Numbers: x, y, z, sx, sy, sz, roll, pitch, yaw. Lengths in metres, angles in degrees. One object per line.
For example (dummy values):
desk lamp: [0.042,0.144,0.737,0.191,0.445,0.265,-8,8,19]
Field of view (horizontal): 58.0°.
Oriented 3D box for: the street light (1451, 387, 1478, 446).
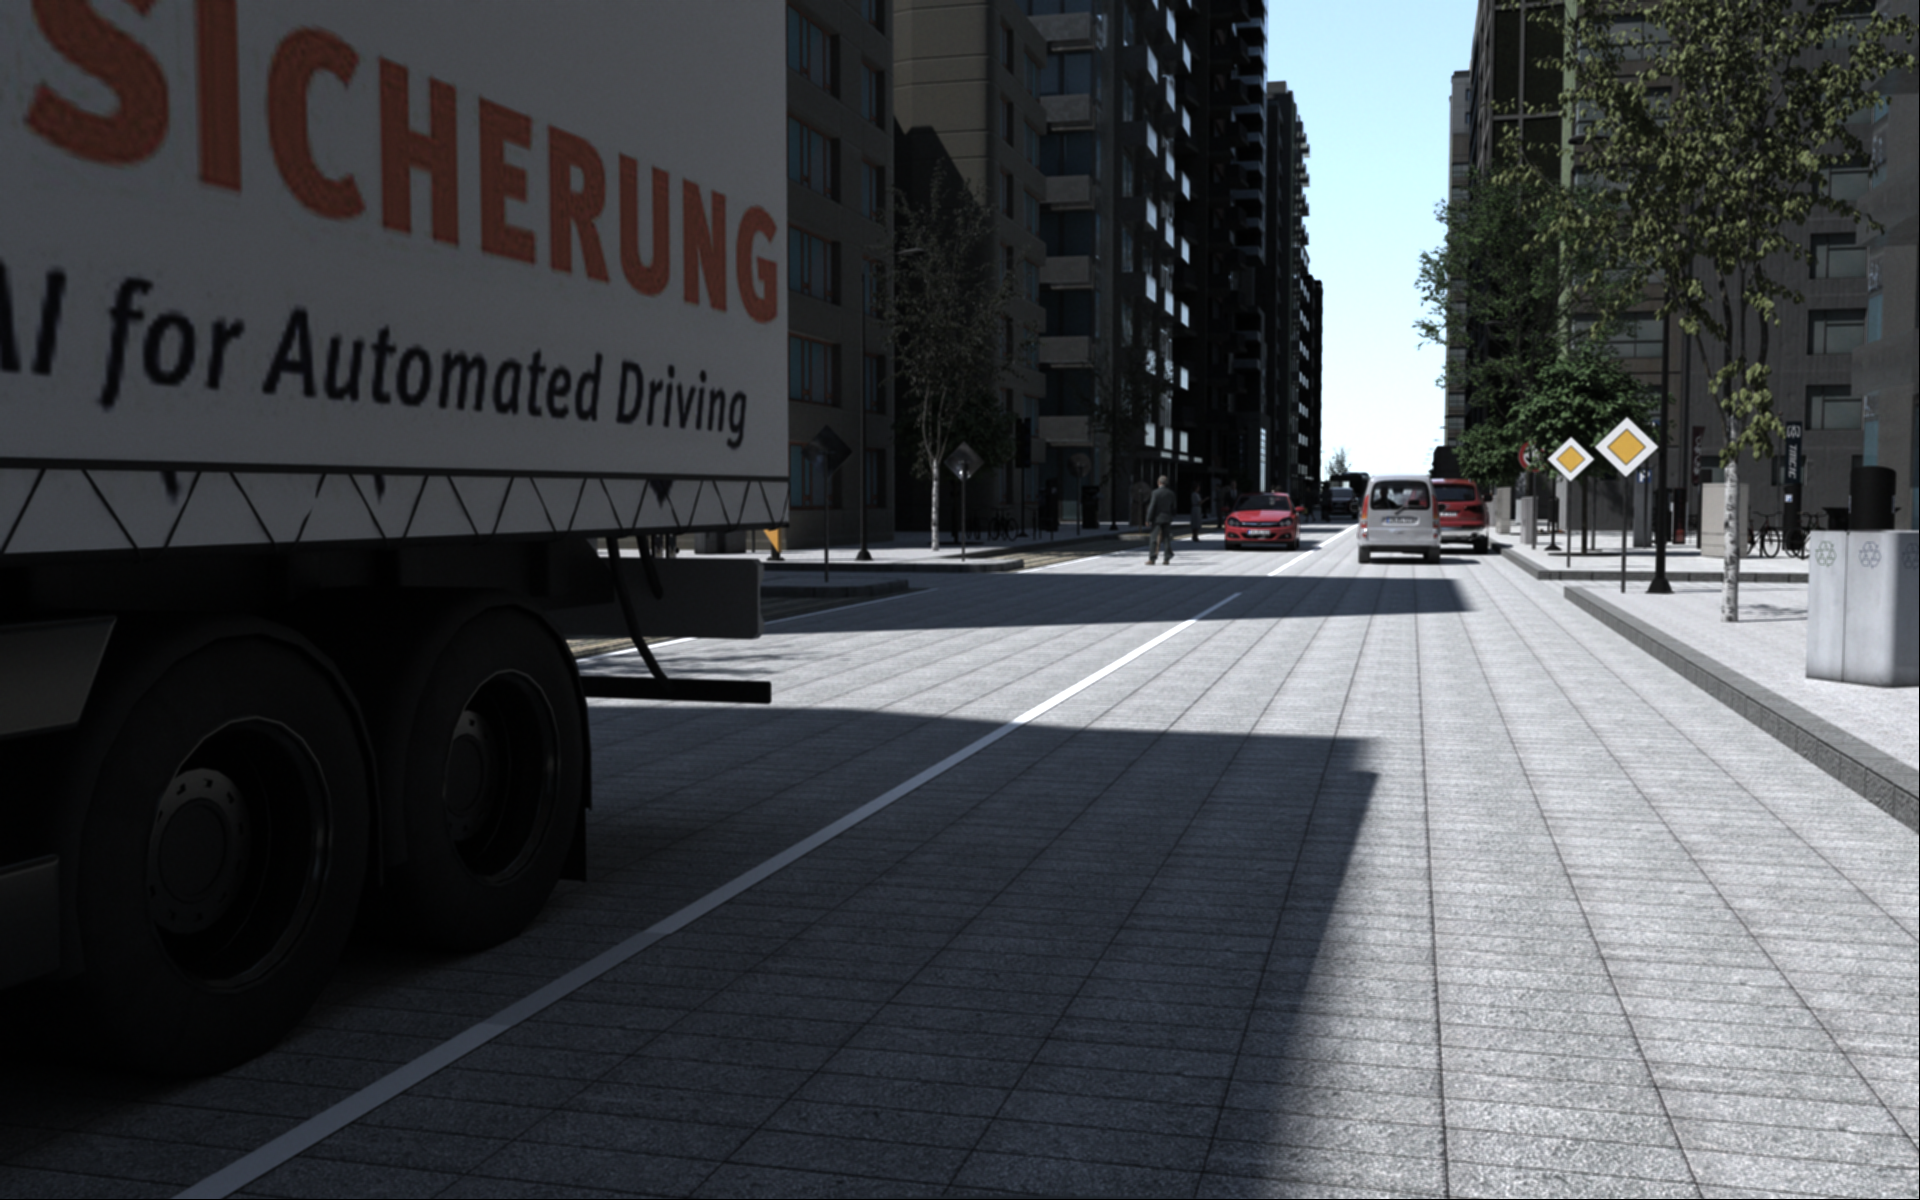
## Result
street light: [22.081,-6.258,74.863,1.470,5.913,1.316,1,4,15]

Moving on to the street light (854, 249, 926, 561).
street light: [-1.328,-3.702,33.065,1.470,5.913,1.316,1,4,15]

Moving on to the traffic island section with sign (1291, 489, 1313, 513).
traffic island section with sign: [25.169,-7.402,129.645,1.989,1.847,2.006,1,4,15]

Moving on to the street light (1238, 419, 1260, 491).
street light: [17.842,-8.236,107.192,1.470,5.913,1.316,1,4,15]

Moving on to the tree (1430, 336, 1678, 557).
tree: [13.026,-3.210,36.203,4.285,4.588,4.351,0,3,0]

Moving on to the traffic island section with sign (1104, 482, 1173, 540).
traffic island section with sign: [5.691,-2.816,54.669,1.989,1.847,2.006,1,4,15]

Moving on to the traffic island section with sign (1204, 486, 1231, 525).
traffic island section with sign: [12.469,-4.412,80.761,1.989,1.847,2.006,1,4,15]

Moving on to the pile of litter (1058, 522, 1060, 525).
pile of litter: [3.562,-3.494,71.091,1.719,0.858,1.176,3,5,44]

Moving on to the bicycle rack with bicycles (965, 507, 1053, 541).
bicycle rack with bicycles: [1.438,-2.144,48.444,2.852,0.926,2.925,0,4,-7]

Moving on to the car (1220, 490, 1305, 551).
car: [7.913,-2.209,45.149,2.155,1.783,4.494,1,4,13]

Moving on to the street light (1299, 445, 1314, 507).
street light: [32.547,-11.654,163.089,1.470,5.913,1.316,1,4,15]

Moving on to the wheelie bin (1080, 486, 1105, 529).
wheelie bin: [4.854,-3.432,64.022,0.980,1.594,0.693,0,4,7]

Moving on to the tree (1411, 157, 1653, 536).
tree: [17.706,-7.839,53.928,9.928,11.665,9.643,0,3,0]

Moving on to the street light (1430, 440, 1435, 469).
street light: [40.939,-10.687,147.276,1.470,5.913,1.316,1,4,15]

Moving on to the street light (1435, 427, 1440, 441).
street light: [33.684,-8.979,119.344,1.470,5.913,1.316,1,4,15]

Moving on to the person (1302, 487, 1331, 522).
person: [18.150,-4.865,88.260,1.509,1.804,0.699,0,4,-1]

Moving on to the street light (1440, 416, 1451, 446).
street light: [29.433,-7.971,102.865,1.470,5.913,1.316,1,4,15]

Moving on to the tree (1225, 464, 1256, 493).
tree: [18.962,-7.392,115.462,1.663,3.219,1.824,0,3,0]

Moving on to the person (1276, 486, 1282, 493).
person: [11.326,-3.162,61.042,0.643,1.720,0.563,3,4,38]

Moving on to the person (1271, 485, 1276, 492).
person: [13.516,-4.019,74.389,0.511,1.800,0.466,3,5,42]

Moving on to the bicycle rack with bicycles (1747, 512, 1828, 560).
bicycle rack with bicycles: [17.207,-1.293,34.524,2.852,0.926,2.925,0,4,1]

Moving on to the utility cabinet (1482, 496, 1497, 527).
utility cabinet: [20.788,-3.461,67.747,1.020,1.237,0.306,1,4,17]

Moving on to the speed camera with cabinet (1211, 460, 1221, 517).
speed camera with cabinet: [14.778,-6.451,99.817,0.660,3.252,2.038,1,4,8]

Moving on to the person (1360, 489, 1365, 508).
person: [21.202,-4.961,90.610,0.512,1.701,0.522,1,4,18]

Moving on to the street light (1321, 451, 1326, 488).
street light: [38.920,-13.195,188.277,1.470,5.913,1.316,1,4,15]

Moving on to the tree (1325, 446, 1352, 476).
tree: [56.530,-18.858,258.693,4.737,8.622,4.395,0,3,0]

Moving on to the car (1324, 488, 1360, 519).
car: [22.133,-5.640,100.889,2.281,1.827,5.304,1,4,13]

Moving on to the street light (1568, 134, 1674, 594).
street light: [8.536,-3.048,22.380,1.470,5.913,1.316,1,4,15]

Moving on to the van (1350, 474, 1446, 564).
van: [9.353,-1.832,36.967,2.013,2.044,4.112,1,4,13]

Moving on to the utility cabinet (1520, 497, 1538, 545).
utility cabinet: [14.603,-2.038,44.476,0.306,1.237,1.020,1,4,11]

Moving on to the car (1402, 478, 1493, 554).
car: [12.077,-2.106,43.112,2.281,1.827,5.304,1,4,16]

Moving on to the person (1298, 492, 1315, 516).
person: [22.921,-6.478,114.425,0.705,1.824,1.348,-3,5,-44]

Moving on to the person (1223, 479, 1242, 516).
person: [7.710,-2.465,48.576,0.659,1.850,0.755,0,4,5]

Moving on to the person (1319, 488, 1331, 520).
person: [19.991,-5.260,94.892,0.661,1.777,0.834,1,4,10]

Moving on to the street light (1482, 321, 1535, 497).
street light: [14.808,-4.529,46.587,1.470,5.913,1.316,1,4,15]

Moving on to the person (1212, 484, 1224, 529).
person: [10.656,-3.875,71.658,0.447,1.846,0.655,1,4,18]

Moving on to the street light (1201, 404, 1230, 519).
street light: [13.240,-7.160,89.607,1.470,5.913,1.316,1,4,15]

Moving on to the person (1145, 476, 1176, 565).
person: [4.041,-1.619,35.146,0.661,1.801,0.590,-2,4,-24]

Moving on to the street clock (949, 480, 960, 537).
street clock: [-0.153,-2.894,51.890,0.358,2.002,0.471,0,4,-6]

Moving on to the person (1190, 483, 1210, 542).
person: [7.199,-2.635,52.146,0.524,1.755,0.480,-1,4,-16]

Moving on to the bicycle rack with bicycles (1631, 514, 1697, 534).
bicycle rack with bicycles: [22.733,-2.527,54.696,2.925,0.926,2.852,0,4,6]

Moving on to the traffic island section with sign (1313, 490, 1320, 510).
traffic island section with sign: [31.934,-8.998,155.741,1.989,1.847,2.006,1,4,15]

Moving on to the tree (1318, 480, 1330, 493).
tree: [48.443,-14.307,228.523,1.663,3.219,1.824,0,3,0]

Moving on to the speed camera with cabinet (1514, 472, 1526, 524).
speed camera with cabinet: [24.069,-4.876,74.059,0.660,3.252,2.038,1,4,20]

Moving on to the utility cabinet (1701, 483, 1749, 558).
utility cabinet: [15.386,-1.599,34.828,0.318,1.500,1.173,0,4,-8]

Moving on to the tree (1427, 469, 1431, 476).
tree: [21.861,-5.360,71.355,4.285,4.588,4.351,0,3,0]

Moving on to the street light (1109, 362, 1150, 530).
street light: [5.967,-5.410,60.987,1.470,5.913,1.316,1,4,15]

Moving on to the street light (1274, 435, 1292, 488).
street light: [25.142,-9.948,135.196,1.470,5.913,1.316,1,4,15]

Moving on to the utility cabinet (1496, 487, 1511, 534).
utility cabinet: [17.496,-2.882,55.799,0.318,1.500,1.173,1,4,10]

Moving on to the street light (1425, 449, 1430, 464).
street light: [48.358,-12.451,176.119,1.470,5.913,1.316,1,4,15]

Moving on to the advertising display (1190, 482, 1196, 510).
advertising display: [12.273,-5.264,91.288,0.123,1.923,0.974,0,4,-2]

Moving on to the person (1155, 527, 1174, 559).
person: [4.478,-1.549,38.104,0.640,1.303,0.475,-3,5,-39]
